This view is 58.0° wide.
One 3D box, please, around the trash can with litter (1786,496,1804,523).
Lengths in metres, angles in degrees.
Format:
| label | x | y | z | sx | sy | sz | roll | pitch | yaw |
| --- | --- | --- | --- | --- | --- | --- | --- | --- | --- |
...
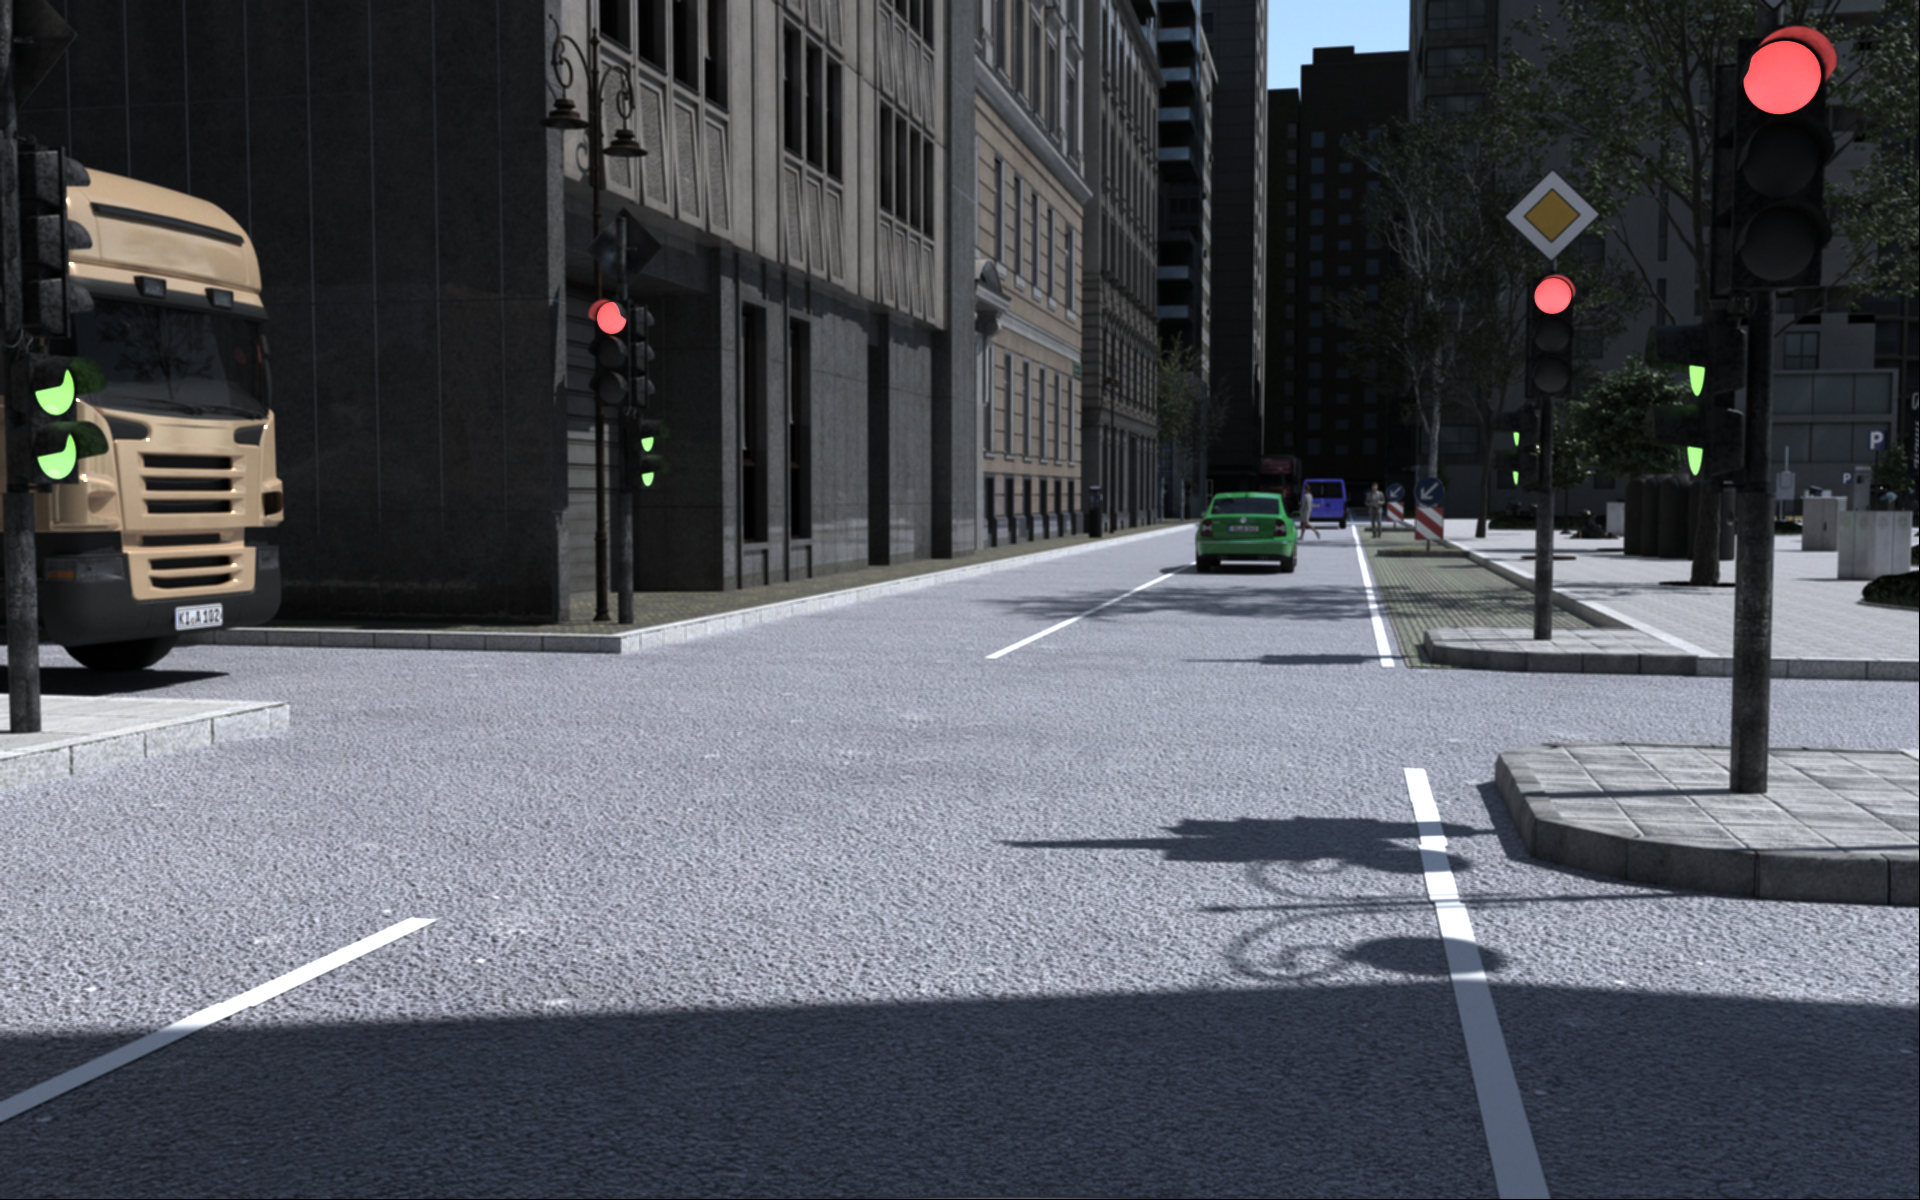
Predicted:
| label | x | y | z | sx | sy | sz | roll | pitch | yaw |
| --- | --- | --- | --- | --- | --- | --- | --- | --- | --- |
| trash can with litter | 37.894 | -4.064 | 77.507 | 1.678 | 1.210 | 2.233 | -2 | 4 | -35 |

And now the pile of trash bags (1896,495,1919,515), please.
| label | x | y | z | sx | sy | sz | roll | pitch | yaw |
| --- | --- | --- | --- | --- | --- | --- | --- | --- | --- |
| pile of trash bags | 41.937 | -4.115 | 77.033 | 3.447 | 1.369 | 1.912 | 2 | 4 | 26 |

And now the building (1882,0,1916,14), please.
| label | x | y | z | sx | sy | sz | roll | pitch | yaw |
| --- | --- | --- | --- | --- | --- | --- | --- | --- | --- |
| building | 68.676 | -29.925 | 143.903 | 28.867 | 44.769 | 22.147 | 1 | 4 | 12 |

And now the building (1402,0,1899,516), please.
| label | x | y | z | sx | sy | sz | roll | pitch | yaw |
| --- | --- | --- | --- | --- | --- | --- | --- | --- | --- |
| building | 44.441 | -32.268 | 116.816 | 28.713 | 52.752 | 27.495 | 1 | 4 | 12 |

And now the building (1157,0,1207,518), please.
| label | x | y | z | sx | sy | sz | roll | pitch | yaw |
| --- | --- | --- | --- | --- | --- | --- | --- | --- | --- |
| building | 4.646 | -48.540 | 106.294 | 22.319 | 86.520 | 31.000 | 1 | 4 | 12 |

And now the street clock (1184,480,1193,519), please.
| label | x | y | z | sx | sy | sz | roll | pitch | yaw |
| --- | --- | --- | --- | --- | --- | --- | --- | --- | --- |
| street clock | 11.510 | -5.077 | 87.587 | 0.471 | 2.002 | 0.358 | -2 | 4 | -34 |

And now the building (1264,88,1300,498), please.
| label | x | y | z | sx | sy | sz | roll | pitch | yaw |
| --- | --- | --- | --- | --- | --- | --- | --- | --- | --- |
| building | 28.038 | -30.326 | 179.420 | 14.086 | 41.232 | 14.154 | 1 | 4 | 12 |

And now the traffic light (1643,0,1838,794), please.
| label | x | y | z | sx | sy | sz | roll | pitch | yaw |
| --- | --- | --- | --- | --- | --- | --- | --- | --- | --- |
| traffic light | 3.387 | -1.128 | 7.369 | 0.839 | 4.253 | 0.868 | 1 | 4 | 12 |

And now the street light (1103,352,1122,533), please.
| label | x | y | z | sx | sy | sz | roll | pitch | yaw |
| --- | --- | --- | --- | --- | --- | --- | --- | --- | --- |
| street light | 4.969 | -5.121 | 56.512 | 0.468 | 5.910 | 1.993 | 1 | 4 | 12 |

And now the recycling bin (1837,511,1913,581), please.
| label | x | y | z | sx | sy | sz | roll | pitch | yaw |
| --- | --- | --- | --- | --- | --- | --- | --- | --- | --- |
| recycling bin | 13.702 | -0.819 | 25.948 | 0.722 | 1.027 | 0.722 | -1 | 4 | -13 |

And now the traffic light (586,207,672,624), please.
| label | x | y | z | sx | sy | sz | roll | pitch | yaw |
| --- | --- | --- | --- | --- | --- | --- | --- | --- | --- |
| traffic light | -3.289 | -1.718 | 17.011 | 0.839 | 4.253 | 0.868 | 1 | 4 | 12 |

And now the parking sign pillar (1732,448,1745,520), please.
| label | x | y | z | sx | sy | sz | roll | pitch | yaw |
| --- | --- | --- | --- | --- | --- | --- | --- | --- | --- |
| parking sign pillar | 27.363 | -4.462 | 61.426 | 1.447 | 3.967 | 1.447 | -1 | 4 | -23 |

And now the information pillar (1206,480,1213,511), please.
| label | x | y | z | sx | sy | sz | roll | pitch | yaw |
| --- | --- | --- | --- | --- | --- | --- | --- | --- | --- |
| information pillar | 12.810 | -5.168 | 88.991 | 0.304 | 2.012 | 0.304 | 0 | 4 | 6 |

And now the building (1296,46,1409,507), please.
| label | x | y | z | sx | sy | sz | roll | pitch | yaw |
| --- | --- | --- | --- | --- | --- | --- | --- | --- | --- |
| building | 41.857 | -32.183 | 176.294 | 14.200 | 45.320 | 14.600 | 1 | 4 | 12 |

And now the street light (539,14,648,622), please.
| label | x | y | z | sx | sy | sz | roll | pitch | yaw |
| --- | --- | --- | --- | --- | --- | --- | --- | --- | --- |
| street light | -3.620 | -2.725 | 17.336 | 0.468 | 5.910 | 1.993 | 1 | 4 | 12 |

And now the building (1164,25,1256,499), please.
| label | x | y | z | sx | sy | sz | roll | pitch | yaw |
| --- | --- | --- | --- | --- | --- | --- | --- | --- | --- |
| building | 6.719 | -27.124 | 135.361 | 32.217 | 40.220 | 23.993 | 1 | 4 | 12 |

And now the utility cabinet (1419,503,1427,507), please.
| label | x | y | z | sx | sy | sz | roll | pitch | yaw |
| --- | --- | --- | --- | --- | --- | --- | --- | --- | --- |
| utility cabinet | 19.663 | -3.967 | 73.547 | 0.318 | 1.500 | 1.173 | 1 | 4 | 13 |

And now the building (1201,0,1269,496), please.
| label | x | y | z | sx | sy | sz | roll | pitch | yaw |
| --- | --- | --- | --- | --- | --- | --- | --- | --- | --- |
| building | 16.787 | -43.871 | 155.535 | 20.611 | 71.187 | 20.563 | 1 | 4 | 12 |

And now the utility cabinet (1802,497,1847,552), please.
| label | x | y | z | sx | sy | sz | roll | pitch | yaw |
| --- | --- | --- | --- | --- | --- | --- | --- | --- | --- |
| utility cabinet | 19.471 | -1.705 | 39.047 | 0.306 | 1.237 | 1.020 | -1 | 4 | -16 |

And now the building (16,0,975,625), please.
| label | x | y | z | sx | sy | sz | roll | pitch | yaw |
| --- | --- | --- | --- | --- | --- | --- | --- | --- | --- |
| building | -7.704 | -12.796 | 27.244 | 12.078 | 24.808 | 19.932 | 1 | 4 | 12 |

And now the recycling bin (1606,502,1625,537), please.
| label | x | y | z | sx | sy | sz | roll | pitch | yaw |
| --- | --- | --- | --- | --- | --- | --- | --- | --- | --- |
| recycling bin | 20.047 | -2.444 | 52.514 | 0.722 | 1.027 | 0.722 | 2 | 4 | 32 |

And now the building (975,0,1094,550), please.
| label | x | y | z | sx | sy | sz | roll | pitch | yaw |
| --- | --- | --- | --- | --- | --- | --- | --- | --- | --- |
| building | -4.196 | -15.958 | 46.821 | 13.634 | 28.700 | 20.117 | 1 | 4 | 12 |

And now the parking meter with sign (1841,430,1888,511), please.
| label | x | y | z | sx | sy | sz | roll | pitch | yaw |
| --- | --- | --- | --- | --- | --- | --- | --- | --- | --- |
| parking meter with sign | 24.312 | -3.108 | 47.076 | 1.738 | 3.016 | 0.543 | -1 | 4 | -23 |

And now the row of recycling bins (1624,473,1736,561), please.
| label | x | y | z | sx | sy | sz | roll | pitch | yaw |
| --- | --- | --- | --- | --- | --- | --- | --- | --- | --- |
| row of recycling bins | 14.474 | -1.705 | 34.987 | 1.069 | 1.692 | 3.534 | 0 | 4 | -4 |

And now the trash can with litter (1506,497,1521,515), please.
| label | x | y | z | sx | sy | sz | roll | pitch | yaw |
| --- | --- | --- | --- | --- | --- | --- | --- | --- | --- |
| trash can with litter | 22.882 | -3.658 | 71.203 | 0.624 | 1.170 | 1.055 | 0 | 4 | -4 |

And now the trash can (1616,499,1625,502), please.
| label | x | y | z | sx | sy | sz | roll | pitch | yaw |
| --- | --- | --- | --- | --- | --- | --- | --- | --- | --- |
| trash can | 20.686 | -2.568 | 53.632 | 0.748 | 1.137 | 0.748 | 0 | 3 | 0 |

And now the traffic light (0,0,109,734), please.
| label | x | y | z | sx | sy | sz | roll | pitch | yaw |
| --- | --- | --- | --- | --- | --- | --- | --- | --- | --- |
| traffic light | -5.023 | -1.241 | 9.216 | 0.839 | 4.253 | 0.868 | 1 | 4 | 12 |

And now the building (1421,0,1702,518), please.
| label | x | y | z | sx | sy | sz | roll | pitch | yaw |
| --- | --- | --- | --- | --- | --- | --- | --- | --- | --- |
| building | 33.335 | -19.999 | 98.689 | 14.160 | 30.474 | 14.107 | 1 | 4 | 12 |

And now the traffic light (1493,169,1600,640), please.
| label | x | y | z | sx | sy | sz | roll | pitch | yaw |
| --- | --- | --- | --- | --- | --- | --- | --- | --- | --- |
| traffic light | 5.121 | -1.605 | 15.164 | 0.839 | 4.253 | 0.868 | 1 | 4 | 12 |

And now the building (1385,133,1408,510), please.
| label | x | y | z | sx | sy | sz | roll | pitch | yaw |
| --- | --- | --- | --- | --- | --- | --- | --- | --- | --- |
| building | 41.790 | -22.533 | 140.123 | 14.160 | 30.474 | 14.107 | 1 | 4 | 12 |

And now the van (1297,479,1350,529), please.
| label | x | y | z | sx | sy | sz | roll | pitch | yaw |
| --- | --- | --- | --- | --- | --- | --- | --- | --- | --- |
| van | 15.405 | -4.221 | 73.395 | 2.240 | 2.365 | 5.245 | 1 | 4 | 12 |

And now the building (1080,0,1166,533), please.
| label | x | y | z | sx | sy | sz | roll | pitch | yaw |
| --- | --- | --- | --- | --- | --- | --- | --- | --- | --- |
| building | 1.951 | -13.246 | 65.726 | 9.793 | 20.994 | 18.267 | 1 | 4 | 12 |
